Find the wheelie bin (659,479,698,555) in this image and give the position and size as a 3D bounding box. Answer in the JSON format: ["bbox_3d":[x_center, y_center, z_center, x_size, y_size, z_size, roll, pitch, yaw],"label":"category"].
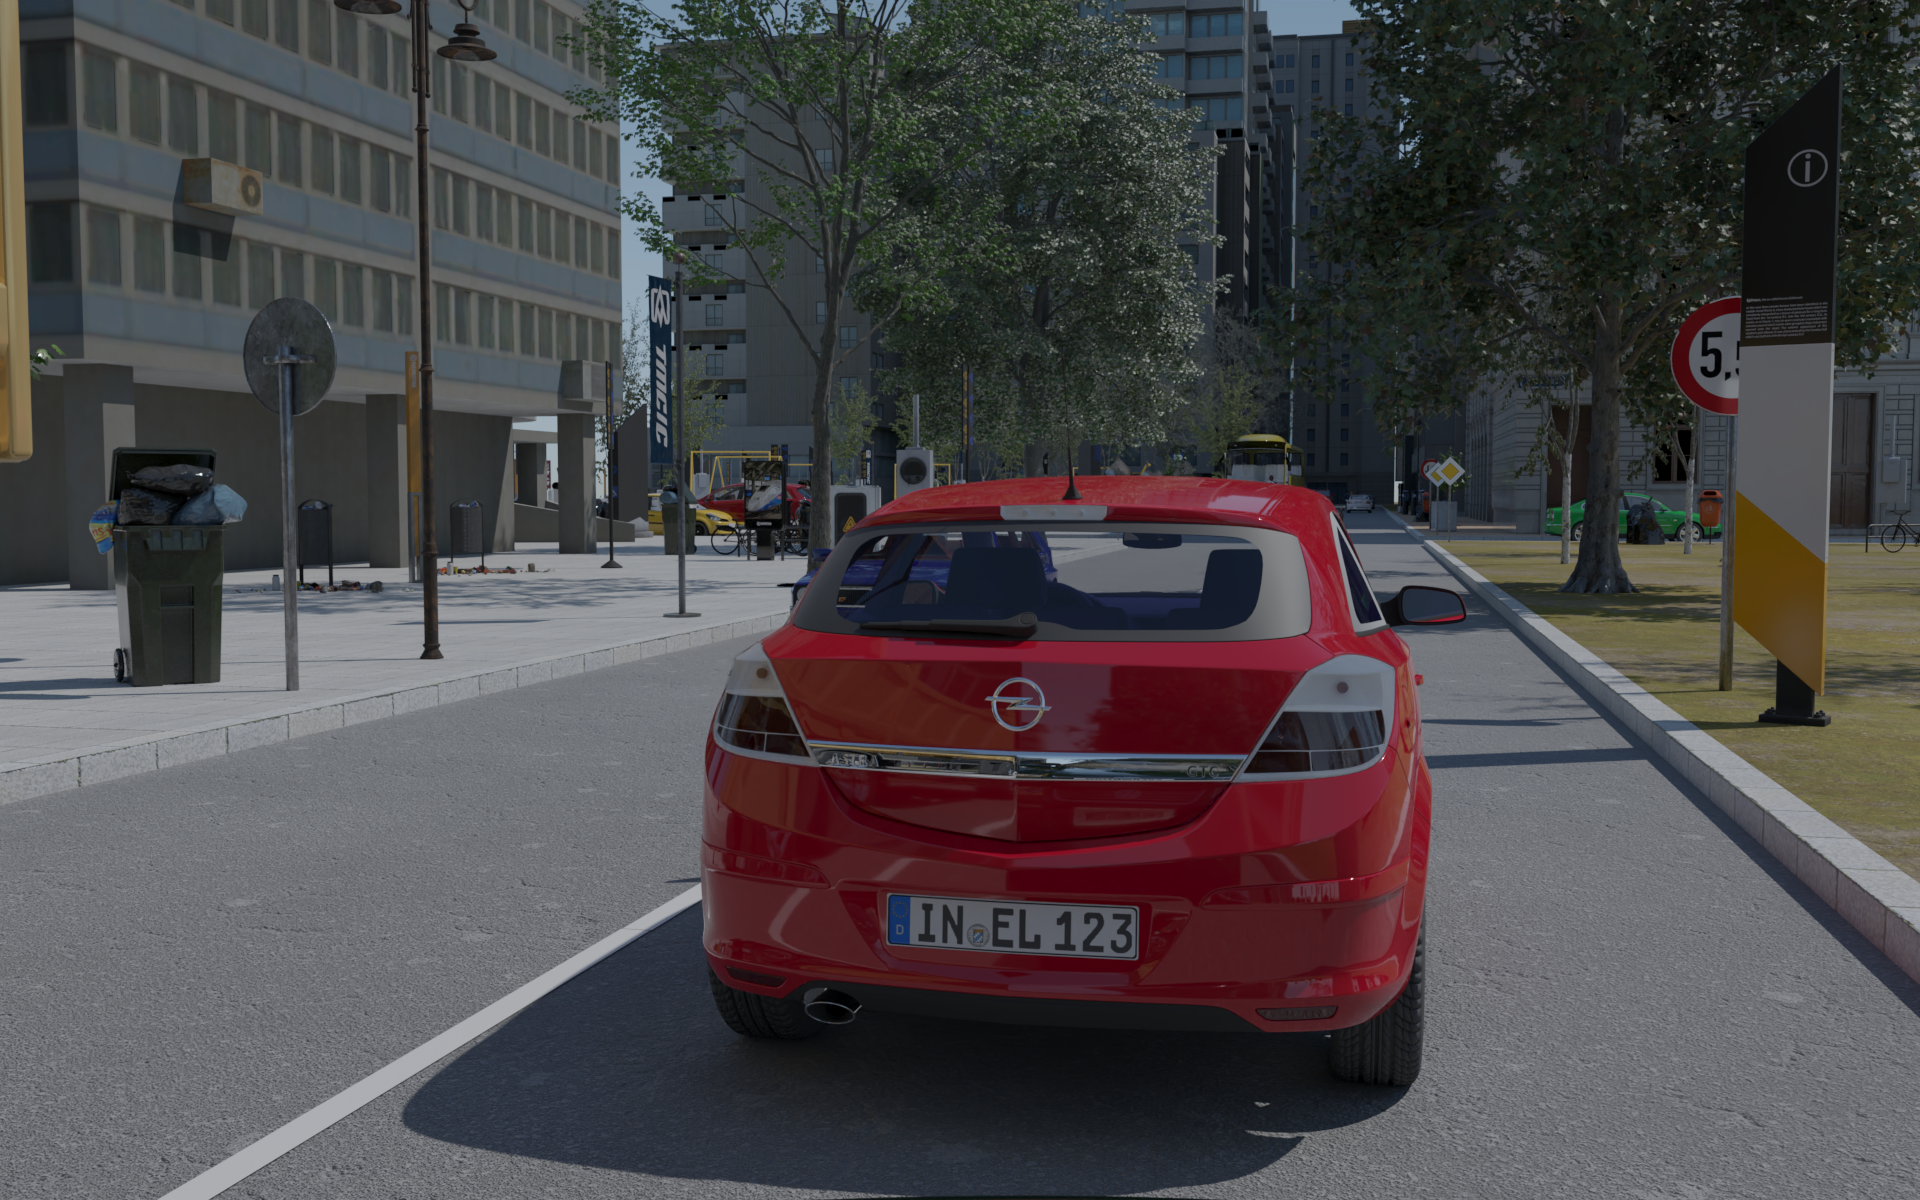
[{"bbox_3d":[-5.956,-1.755,36.604,0.693,1.594,0.980,1,4,10],"label":"wheelie bin"}]

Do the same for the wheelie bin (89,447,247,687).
[{"bbox_3d":[-5.355,-0.238,11.792,0.980,1.594,0.693,-2,4,-34],"label":"wheelie bin"}]

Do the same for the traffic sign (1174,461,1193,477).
[{"bbox_3d":[8.469,-4.030,65.998,0.768,2.556,0.104,1,4,21],"label":"traffic sign"}]

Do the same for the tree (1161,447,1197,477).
[{"bbox_3d":[8.978,-4.686,71.225,1.663,3.219,1.824,0,3,0],"label":"tree"}]

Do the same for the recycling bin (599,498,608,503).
[{"bbox_3d":[-20.476,-5.277,98.831,0.722,1.027,0.722,3,5,44],"label":"recycling bin"}]

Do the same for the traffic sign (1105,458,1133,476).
[{"bbox_3d":[4.418,-2.731,48.288,0.795,2.450,0.064,1,4,13],"label":"traffic sign"}]

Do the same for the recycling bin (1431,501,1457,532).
[{"bbox_3d":[16.541,-2.852,59.180,0.722,1.027,0.722,0,4,2],"label":"recycling bin"}]

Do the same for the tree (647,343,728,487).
[{"bbox_3d":[-13.667,-8.257,85.363,4.737,8.622,4.395,0,3,0],"label":"tree"}]

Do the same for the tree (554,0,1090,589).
[{"bbox_3d":[-1.797,-5.978,23.497,9.928,11.665,9.643,0,3,0],"label":"tree"}]

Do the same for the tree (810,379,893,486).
[{"bbox_3d":[-7.173,-9.801,110.600,4.737,8.622,4.395,0,3,0],"label":"tree"}]

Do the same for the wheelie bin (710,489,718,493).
[{"bbox_3d":[-14.260,-5.683,100.818,0.980,1.594,0.693,0,4,8],"label":"wheelie bin"}]

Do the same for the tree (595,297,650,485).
[{"bbox_3d":[-12.820,-6.966,64.256,4.360,8.622,3.978,0,3,0],"label":"tree"}]

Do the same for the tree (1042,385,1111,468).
[{"bbox_3d":[7.662,-9.544,106.404,4.737,8.622,4.395,0,3,0],"label":"tree"}]

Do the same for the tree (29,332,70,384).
[{"bbox_3d":[-6.406,-0.944,10.032,1.663,3.219,1.824,0,3,0],"label":"tree"}]

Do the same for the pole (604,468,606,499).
[{"bbox_3d":[-27.585,-8.607,134.573,0.158,3.312,0.155,0,3,0],"label":"pole"}]

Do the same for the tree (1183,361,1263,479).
[{"bbox_3d":[14.523,-8.854,95.128,4.737,8.622,4.395,0,3,0],"label":"tree"}]

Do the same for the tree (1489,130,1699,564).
[{"bbox_3d":[10.889,-4.970,31.625,4.360,8.622,3.978,0,3,0],"label":"tree"}]

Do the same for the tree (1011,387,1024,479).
[{"bbox_3d":[3.188,-9.777,110.208,4.737,8.622,4.395,0,3,0],"label":"tree"}]

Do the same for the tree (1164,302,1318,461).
[{"bbox_3d":[17.510,-12.264,110.890,12.009,13.543,11.850,0,3,0],"label":"tree"}]

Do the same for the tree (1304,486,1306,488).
[{"bbox_3d":[40.075,-12.882,205.226,1.663,3.219,1.824,0,3,0],"label":"tree"}]

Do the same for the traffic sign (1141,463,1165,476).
[{"bbox_3d":[6.239,-3.206,56.063,0.795,2.450,0.064,1,4,13],"label":"traffic sign"}]

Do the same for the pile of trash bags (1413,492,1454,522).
[{"bbox_3d":[21.703,-4.264,79.475,1.912,1.369,3.447,2,4,24],"label":"pile of trash bags"}]

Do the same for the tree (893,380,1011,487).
[{"bbox_3d":[-0.477,-9.102,99.175,4.737,8.622,4.395,0,3,0],"label":"tree"}]

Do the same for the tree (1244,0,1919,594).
[{"bbox_3d":[8.524,-6.445,22.382,9.611,12.733,9.660,0,3,0],"label":"tree"}]

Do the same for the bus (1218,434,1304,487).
[{"bbox_3d":[13.234,-5.094,74.835,2.896,3.916,12.252,1,4,15],"label":"bus"}]

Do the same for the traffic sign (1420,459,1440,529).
[{"bbox_3d":[17.047,-3.828,62.696,0.768,2.556,0.104,1,4,19],"label":"traffic sign"}]

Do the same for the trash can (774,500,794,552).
[{"bbox_3d":[-4.085,-1.654,38.699,0.748,1.137,0.748,0,3,0],"label":"trash can"}]

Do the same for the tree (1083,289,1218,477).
[{"bbox_3d":[6.916,-6.813,61.760,4.360,8.622,3.978,0,3,0],"label":"tree"}]

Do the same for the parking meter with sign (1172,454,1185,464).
[{"bbox_3d":[9.792,-4.839,75.377,0.543,3.016,1.738,2,4,28],"label":"parking meter with sign"}]

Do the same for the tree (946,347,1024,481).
[{"bbox_3d":[1.120,-7.934,80.079,4.360,8.622,3.978,0,3,0],"label":"tree"}]

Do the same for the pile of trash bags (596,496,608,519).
[{"bbox_3d":[-17.652,-4.664,86.013,3.447,1.369,1.912,-2,4,-26],"label":"pile of trash bags"}]

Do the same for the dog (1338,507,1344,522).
[{"bbox_3d":[17.969,-3.949,81.409,0.513,0.831,0.800,3,5,42],"label":"dog"}]

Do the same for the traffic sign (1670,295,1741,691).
[{"bbox_3d":[4.997,-0.680,11.229,0.768,2.556,0.104,1,4,22],"label":"traffic sign"}]

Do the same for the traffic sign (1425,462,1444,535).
[{"bbox_3d":[14.895,-3.081,54.023,0.795,2.450,0.064,1,4,13],"label":"traffic sign"}]

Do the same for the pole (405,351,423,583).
[{"bbox_3d":[-7.841,-1.897,24.867,0.158,3.312,0.155,0,3,0],"label":"pole"}]

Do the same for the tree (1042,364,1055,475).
[{"bbox_3d":[5.549,-8.629,91.454,4.360,8.622,3.978,0,3,0],"label":"tree"}]

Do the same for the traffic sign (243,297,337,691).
[{"bbox_3d":[-4.359,-0.681,11.233,0.768,2.556,0.104,1,4,22],"label":"traffic sign"}]

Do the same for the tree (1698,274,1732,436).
[{"bbox_3d":[15.440,-5.300,37.015,4.360,8.622,3.978,0,3,0],"label":"tree"}]

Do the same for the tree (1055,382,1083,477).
[{"bbox_3d":[7.245,-7.980,80.836,4.360,8.622,3.978,0,3,0],"label":"tree"}]

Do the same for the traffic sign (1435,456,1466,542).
[{"bbox_3d":[13.075,-2.606,46.248,0.795,2.450,0.064,1,4,13],"label":"traffic sign"}]

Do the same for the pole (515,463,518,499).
[{"bbox_3d":[-25.663,-6.510,100.276,0.158,3.312,0.155,0,3,0],"label":"pole"}]

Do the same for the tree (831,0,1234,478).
[{"bbox_3d":[1.659,-8.203,40.780,9.857,13.997,8.962,0,3,0],"label":"tree"}]

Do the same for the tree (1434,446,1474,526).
[{"bbox_3d":[19.671,-4.563,69.201,1.663,3.219,1.824,0,3,0],"label":"tree"}]
